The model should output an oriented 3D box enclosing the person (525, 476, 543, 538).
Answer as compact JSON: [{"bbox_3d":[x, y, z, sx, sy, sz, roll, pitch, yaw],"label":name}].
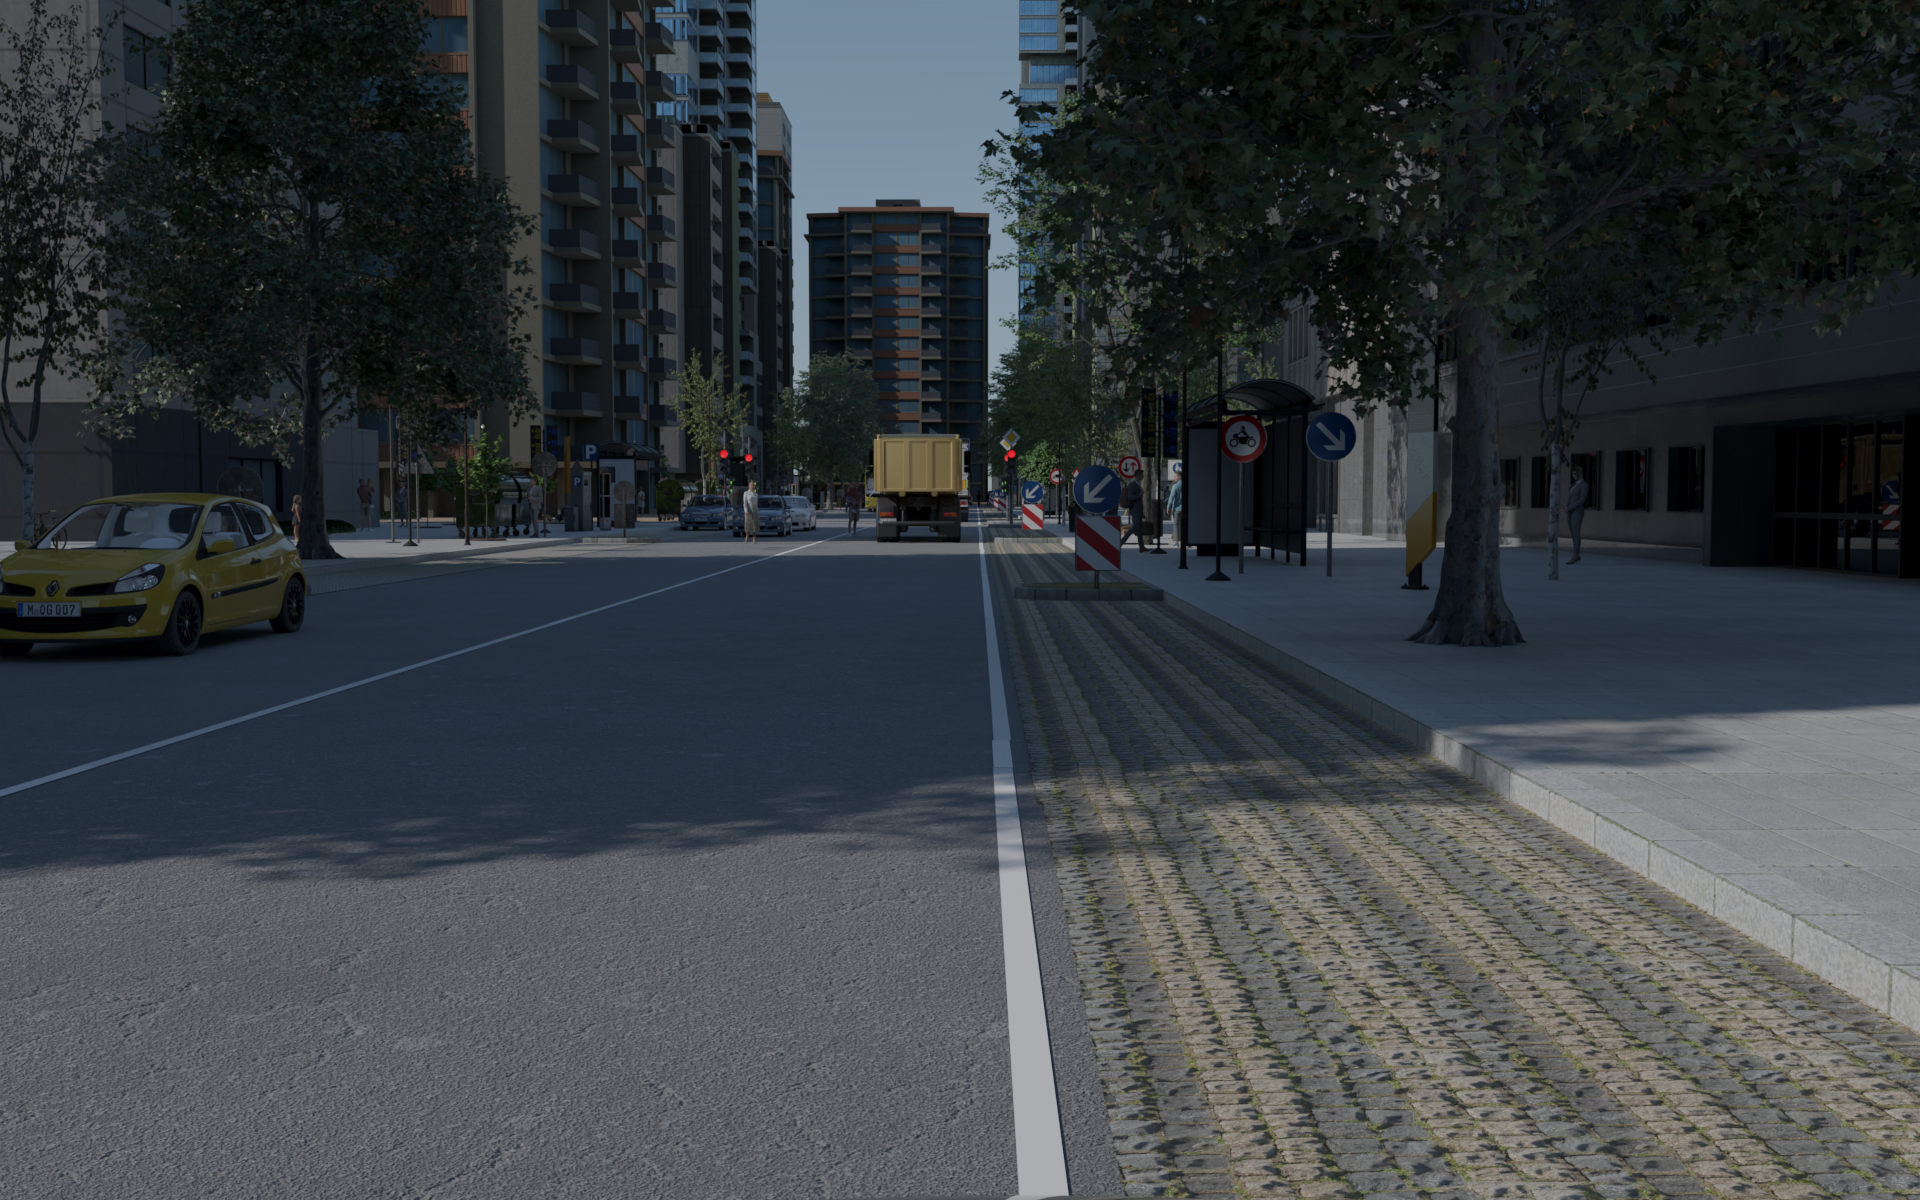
[{"bbox_3d":[-12.641,-2.746,51.140,0.606,1.804,0.583,2,4,26],"label":"person"}]

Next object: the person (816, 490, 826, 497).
[{"bbox_3d":[-16.874,-12.441,209.416,1.348,1.831,0.705,-1,4,-14],"label":"person"}]

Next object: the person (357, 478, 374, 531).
[{"bbox_3d":[-20.467,-3.289,59.796,0.580,1.828,0.573,-3,5,-42],"label":"person"}]

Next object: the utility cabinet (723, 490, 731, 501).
[{"bbox_3d":[-11.845,-4.868,88.273,0.318,1.500,1.173,0,4,-2],"label":"utility cabinet"}]

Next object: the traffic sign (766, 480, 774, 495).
[{"bbox_3d":[-13.394,-7.359,122.444,0.606,2.300,0.079,0,4,2],"label":"traffic sign"}]

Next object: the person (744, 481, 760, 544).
[{"bbox_3d":[-6.025,-2.513,49.819,0.478,1.798,0.641,-1,4,-23],"label":"person"}]

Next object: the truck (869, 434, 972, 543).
[{"bbox_3d":[-1.285,-3.601,54.803,3.469,3.379,9.791,0,4,-1],"label":"truck"}]

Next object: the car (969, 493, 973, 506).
[{"bbox_3d":[0.523,-12.750,217.142,2.281,1.827,5.304,0,4,2],"label":"car"}]

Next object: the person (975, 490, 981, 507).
[{"bbox_3d":[2.031,-11.190,191.416,0.705,1.831,1.348,2,4,29],"label":"person"}]

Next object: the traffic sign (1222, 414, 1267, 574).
[{"bbox_3d":[4.523,-1.693,27.783,0.768,2.556,0.104,0,4,4],"label":"traffic sign"}]

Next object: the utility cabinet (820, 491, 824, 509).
[{"bbox_3d":[-11.773,-8.534,148.213,0.318,1.500,1.173,0,4,-3],"label":"utility cabinet"}]

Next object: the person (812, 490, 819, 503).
[{"bbox_3d":[-19.336,-13.728,230.120,1.348,1.869,0.705,0,4,0],"label":"person"}]

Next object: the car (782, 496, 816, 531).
[{"bbox_3d":[-6.676,-3.403,68.003,2.083,1.381,4.827,0,4,0],"label":"car"}]

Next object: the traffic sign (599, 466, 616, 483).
[{"bbox_3d":[-13.045,-3.792,64.127,0.606,2.300,0.079,0,4,5],"label":"traffic sign"}]

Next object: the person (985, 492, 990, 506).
[{"bbox_3d":[3.117,-11.293,193.960,1.217,1.723,0.721,2,4,34],"label":"person"}]

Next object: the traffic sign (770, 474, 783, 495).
[{"bbox_3d":[-11.767,-6.790,111.023,0.884,2.594,0.081,0,4,4],"label":"traffic sign"}]

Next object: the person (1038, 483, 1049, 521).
[{"bbox_3d":[3.981,-4.701,83.092,0.537,1.800,0.526,1,4,9],"label":"person"}]

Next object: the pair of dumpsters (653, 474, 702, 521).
[{"bbox_3d":[-13.621,-4.926,83.038,1.574,2.255,4.437,0,4,1],"label":"pair of dumpsters"}]

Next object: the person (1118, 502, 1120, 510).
[{"bbox_3d":[12.818,-8.283,141.597,0.853,1.813,0.709,-2,4,-23],"label":"person"}]

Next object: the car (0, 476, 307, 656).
[{"bbox_3d":[-7.706,-0.387,16.544,2.015,1.641,3.980,0,4,-1],"label":"car"}]

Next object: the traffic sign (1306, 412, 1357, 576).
[{"bbox_3d":[5.756,-1.640,26.924,0.768,2.556,0.104,0,4,7],"label":"traffic sign"}]

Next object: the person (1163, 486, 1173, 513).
[{"bbox_3d":[13.319,-6.448,111.458,0.713,1.824,0.794,-2,4,-29],"label":"person"}]

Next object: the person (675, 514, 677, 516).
[{"bbox_3d":[-16.468,-5.763,100.461,0.583,1.804,0.606,-3,4,-39],"label":"person"}]

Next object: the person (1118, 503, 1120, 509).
[{"bbox_3d":[13.346,-8.545,145.850,0.679,1.850,0.850,2,4,25],"label":"person"}]

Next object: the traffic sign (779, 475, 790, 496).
[{"bbox_3d":[-11.567,-6.951,113.760,0.768,2.556,0.104,0,4,5],"label":"traffic sign"}]

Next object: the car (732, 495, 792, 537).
[{"bbox_3d":[-6.726,-2.889,59.230,2.014,1.417,4.499,0,4,-1],"label":"car"}]

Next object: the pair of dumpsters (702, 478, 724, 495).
[{"bbox_3d":[-13.814,-5.670,95.192,1.574,2.255,4.437,0,4,0],"label":"pair of dumpsters"}]

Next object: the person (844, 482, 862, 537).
[{"bbox_3d":[-3.610,-3.055,58.427,0.573,1.828,0.580,1,4,13],"label":"person"}]

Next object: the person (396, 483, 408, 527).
[{"bbox_3d":[-21.562,-3.705,66.901,0.520,1.790,0.573,0,4,-4],"label":"person"}]

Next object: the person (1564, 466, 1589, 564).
[{"bbox_3d":[11.218,-1.555,31.741,0.573,1.790,0.520,-1,4,-23],"label":"person"}]

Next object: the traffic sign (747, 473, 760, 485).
[{"bbox_3d":[-12.329,-6.312,103.303,0.768,2.556,0.104,1,4,8],"label":"traffic sign"}]

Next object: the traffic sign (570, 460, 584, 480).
[{"bbox_3d":[-14.365,-3.974,64.979,0.884,2.594,0.081,0,4,4],"label":"traffic sign"}]

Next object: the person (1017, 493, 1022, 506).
[{"bbox_3d":[6.385,-11.105,188.059,0.568,1.767,0.683,2,4,25],"label":"person"}]

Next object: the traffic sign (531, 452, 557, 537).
[{"bbox_3d":[-12.439,-3.163,51.818,0.768,2.556,0.104,0,4,1],"label":"traffic sign"}]

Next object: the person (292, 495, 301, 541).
[{"bbox_3d":[-18.244,-2.269,47.809,0.373,1.253,0.362,-1,4,-9],"label":"person"}]

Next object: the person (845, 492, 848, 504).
[{"bbox_3d":[-14.652,-13.245,223.049,0.683,1.767,0.568,-3,4,-37],"label":"person"}]

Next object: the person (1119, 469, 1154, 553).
[{"bbox_3d":[3.825,-1.951,37.914,0.822,1.834,0.622,0,4,8],"label":"person"}]

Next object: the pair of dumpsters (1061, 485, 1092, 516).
[{"bbox_3d":[6.067,-5.275,88.743,1.574,2.255,4.437,0,4,1],"label":"pair of dumpsters"}]

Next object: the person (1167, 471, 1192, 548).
[{"bbox_3d":[5.294,-2.180,41.554,0.638,1.841,0.748,0,4,-8],"label":"person"}]

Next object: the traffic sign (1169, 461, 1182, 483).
[{"bbox_3d":[6.559,-3.055,52.076,0.606,2.300,0.079,0,4,2],"label":"traffic sign"}]

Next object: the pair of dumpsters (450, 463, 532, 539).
[{"bbox_3d":[-13.951,-3.024,51.932,1.574,2.255,4.437,0,4,1],"label":"pair of dumpsters"}]

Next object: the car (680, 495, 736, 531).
[{"bbox_3d":[-9.961,-3.473,68.788,2.014,1.417,4.499,0,4,0],"label":"car"}]

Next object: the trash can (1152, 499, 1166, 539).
[{"bbox_3d":[5.523,-2.325,49.674,0.748,1.137,0.748,0,3,0],"label":"trash can"}]

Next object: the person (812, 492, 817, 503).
[{"bbox_3d":[-19.755,-13.988,238.033,1.217,1.723,0.721,-2,4,-29],"label":"person"}]

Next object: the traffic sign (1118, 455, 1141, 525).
[{"bbox_3d":[5.599,-3.489,57.148,0.768,2.556,0.104,1,4,10],"label":"traffic sign"}]

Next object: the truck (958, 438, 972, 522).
[{"bbox_3d":[-0.731,-6.343,92.624,2.839,4.237,11.283,0,3,0],"label":"truck"}]

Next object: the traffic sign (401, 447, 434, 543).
[{"bbox_3d":[-14.065,-2.747,44.917,0.884,2.594,0.081,0,4,7],"label":"traffic sign"}]

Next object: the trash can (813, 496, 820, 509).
[{"bbox_3d":[-12.134,-8.236,146.311,0.748,1.137,0.748,0,3,0],"label":"trash can"}]

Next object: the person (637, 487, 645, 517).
[{"bbox_3d":[-18.146,-5.591,98.456,0.522,1.701,0.512,3,5,41],"label":"person"}]
